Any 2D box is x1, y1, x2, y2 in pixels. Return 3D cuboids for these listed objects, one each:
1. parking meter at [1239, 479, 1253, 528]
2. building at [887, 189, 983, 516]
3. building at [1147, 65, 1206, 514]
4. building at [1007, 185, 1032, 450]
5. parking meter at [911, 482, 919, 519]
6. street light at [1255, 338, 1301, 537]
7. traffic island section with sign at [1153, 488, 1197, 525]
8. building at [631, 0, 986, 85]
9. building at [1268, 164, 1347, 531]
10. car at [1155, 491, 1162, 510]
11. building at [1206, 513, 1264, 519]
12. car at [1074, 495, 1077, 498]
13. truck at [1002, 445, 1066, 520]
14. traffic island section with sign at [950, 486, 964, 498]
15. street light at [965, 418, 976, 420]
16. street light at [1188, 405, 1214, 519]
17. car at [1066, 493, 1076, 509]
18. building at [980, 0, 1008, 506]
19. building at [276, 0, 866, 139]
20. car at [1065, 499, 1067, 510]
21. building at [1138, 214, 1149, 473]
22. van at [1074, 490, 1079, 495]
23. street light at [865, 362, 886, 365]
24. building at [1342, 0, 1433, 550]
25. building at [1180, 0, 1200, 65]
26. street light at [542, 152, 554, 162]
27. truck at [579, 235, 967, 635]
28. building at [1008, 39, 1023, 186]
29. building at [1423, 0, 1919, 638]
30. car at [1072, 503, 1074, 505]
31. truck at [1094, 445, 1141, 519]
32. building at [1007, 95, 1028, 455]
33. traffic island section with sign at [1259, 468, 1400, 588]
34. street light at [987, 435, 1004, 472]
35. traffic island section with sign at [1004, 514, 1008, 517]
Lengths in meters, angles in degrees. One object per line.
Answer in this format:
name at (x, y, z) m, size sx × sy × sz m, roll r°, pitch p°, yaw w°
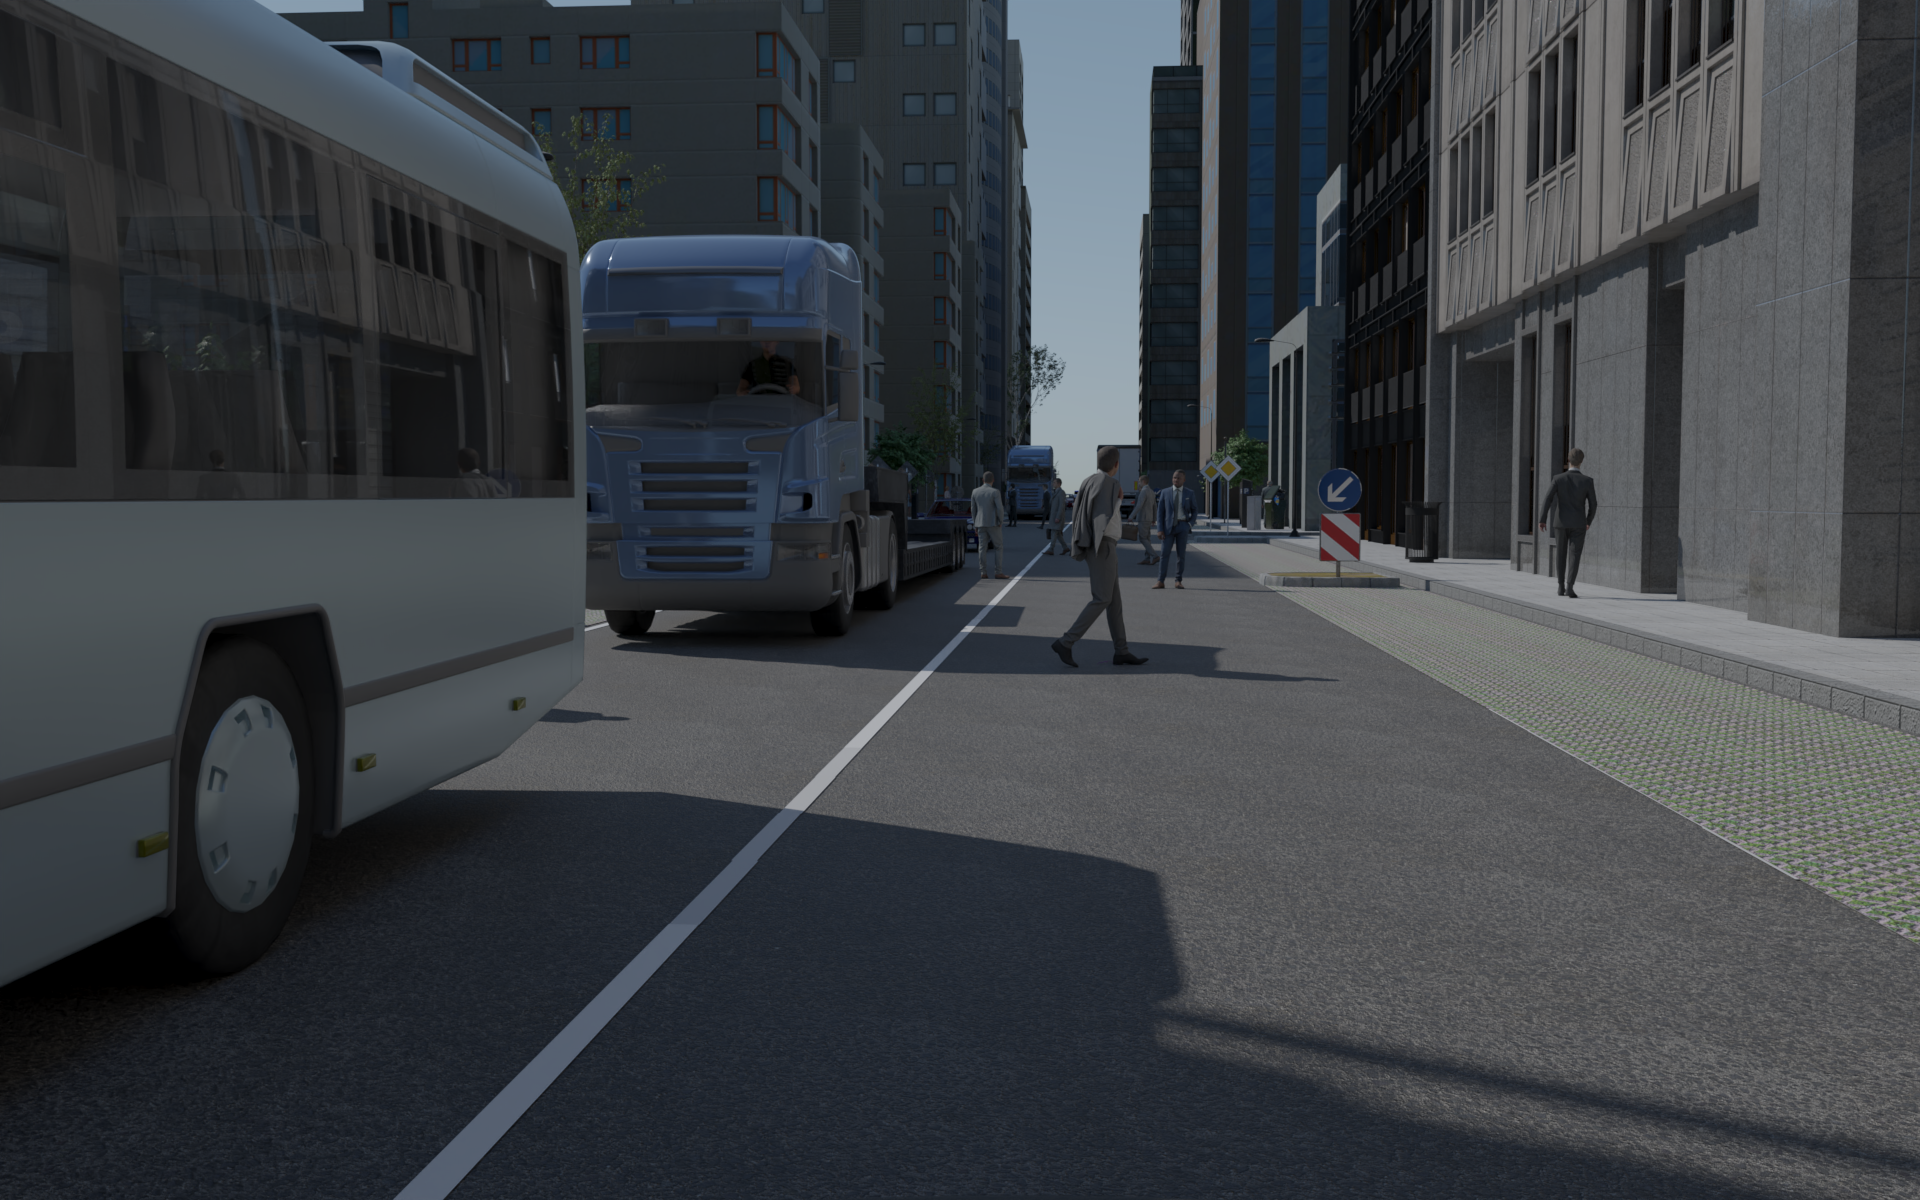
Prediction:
parking meter at (10.885, -3.662, 65.582) m, size 0.399 × 1.863 × 0.255 m, roll 2°, pitch 4°, yaw 26°
building at (-13.217, -16.442, 113.863) m, size 27.650 × 21.520 × 28.899 m, roll 0°, pitch 4°, yaw 5°
building at (20.070, -21.310, 120.113) m, size 14.160 × 30.474 × 14.107 m, roll 0°, pitch 4°, yaw 5°
building at (-0.431, -38.819, 258.389) m, size 21.300 × 48.544 × 21.600 m, roll 0°, pitch 4°, yaw 5°
parking meter at (-2.098, -4.579, 80.577) m, size 0.255 × 1.863 × 0.399 m, roll 1°, pitch 4°, yaw 17°
street light at (9.475, -4.841, 51.688) m, size 1.470 × 5.913 × 1.316 m, roll 0°, pitch 4°, yaw 5°
traffic island section with sign at (10.131, -4.471, 81.726) m, size 1.989 × 1.847 × 2.006 m, roll 0°, pitch 4°, yaw 5°
building at (-11.782, -34.304, 150.115) m, size 28.713 × 52.752 × 27.495 m, roll 0°, pitch 4°, yaw 5°
building at (28.225, -46.134, 66.956) m, size 31.000 × 86.520 × 22.319 m, roll 0°, pitch 4°, yaw 5°
car at (12.203, -5.846, 105.374) m, size 2.009 × 1.686 × 4.222 m, roll 0°, pitch 4°, yaw 5°
building at (20.586, -27.166, 94.269) m, size 14.600 × 45.320 × 14.200 m, roll 0°, pitch 4°, yaw 5°
car at (16.316, -14.411, 247.987) m, size 2.083 × 1.381 × 4.827 m, roll 0°, pitch 4°, yaw 5°
truck at (4.585, -6.842, 101.629) m, size 2.967 × 4.110 × 18.799 m, roll 0°, pitch 4°, yaw 6°
traffic island section with sign at (-0.099, -4.559, 83.165) m, size 1.989 × 1.847 × 2.006 m, roll 0°, pitch 4°, yaw 5°
street light at (0.268, -8.163, 106.004) m, size 1.470 × 5.913 × 1.316 m, roll 0°, pitch 4°, yaw 5°
street light at (12.507, -7.183, 89.985) m, size 1.470 × 5.913 × 1.316 m, roll 0°, pitch 4°, yaw 5°
car at (10.026, -9.459, 163.694) m, size 2.155 × 1.783 × 4.494 m, roll 0°, pitch 4°, yaw 6°
building at (-6.335, -38.917, 178.289) m, size 21.231 × 58.520 × 28.212 m, roll 0°, pitch 4°, yaw 5°
building at (-18.892, -14.163, 76.600) m, size 27.650 × 21.520 × 28.899 m, roll 0°, pitch 4°, yaw 5°
car at (8.604, -8.748, 155.387) m, size 2.083 × 1.381 × 4.827 m, roll 0°, pitch 4°, yaw 5°
building at (40.021, -40.226, 281.402) m, size 21.300 × 48.544 × 21.600 m, roll 0°, pitch 4°, yaw 5°
van at (19.775, -17.241, 286.268) m, size 2.240 × 2.365 × 5.245 m, roll 0°, pitch 4°, yaw 6°
street light at (-3.285, -5.404, 60.901) m, size 1.470 × 5.913 × 1.316 m, roll 0°, pitch 4°, yaw 5°
building at (16.742, -12.979, 41.891) m, size 12.332 × 23.373 × 15.834 m, roll 0°, pitch 4°, yaw 5°
building at (33.421, -46.402, 196.921) m, size 20.563 × 71.187 × 20.611 m, roll 0°, pitch 4°, yaw 5°
street light at (-6.204, -3.129, 23.695) m, size 1.470 × 5.913 × 1.316 m, roll 0°, pitch 4°, yaw 5°
truck at (-1.785, -2.127, 24.534) m, size 2.967 × 4.110 × 18.799 m, roll 0°, pitch 4°, yaw 4°
building at (1.950, -51.400, 278.642) m, size 20.563 × 71.187 × 20.611 m, roll 0°, pitch 4°, yaw 5°
building at (14.622, -12.605, 24.110) m, size 12.078 × 24.808 × 19.932 m, roll 0°, pitch 4°, yaw 5°
car at (6.432, -4.328, 83.131) m, size 2.083 × 1.381 × 4.827 m, roll 0°, pitch 4°, yaw 5°
truck at (9.428, -7.024, 103.752) m, size 2.839 × 4.237 × 11.283 m, roll 0°, pitch 4°, yaw 4°
building at (-5.700, -39.441, 234.102) m, size 28.713 × 52.752 × 27.495 m, roll 0°, pitch 4°, yaw 5°
traffic island section with sign at (5.774, -1.144, 27.326) m, size 1.989 × 1.847 × 2.006 m, roll 0°, pitch 4°, yaw 5°
street light at (2.743, -10.054, 136.924) m, size 1.470 × 5.913 × 1.316 m, roll 0°, pitch 4°, yaw 5°
traffic island section with sign at (2.077, -6.219, 110.305) m, size 1.989 × 1.847 × 2.006 m, roll 0°, pitch 4°, yaw 5°
